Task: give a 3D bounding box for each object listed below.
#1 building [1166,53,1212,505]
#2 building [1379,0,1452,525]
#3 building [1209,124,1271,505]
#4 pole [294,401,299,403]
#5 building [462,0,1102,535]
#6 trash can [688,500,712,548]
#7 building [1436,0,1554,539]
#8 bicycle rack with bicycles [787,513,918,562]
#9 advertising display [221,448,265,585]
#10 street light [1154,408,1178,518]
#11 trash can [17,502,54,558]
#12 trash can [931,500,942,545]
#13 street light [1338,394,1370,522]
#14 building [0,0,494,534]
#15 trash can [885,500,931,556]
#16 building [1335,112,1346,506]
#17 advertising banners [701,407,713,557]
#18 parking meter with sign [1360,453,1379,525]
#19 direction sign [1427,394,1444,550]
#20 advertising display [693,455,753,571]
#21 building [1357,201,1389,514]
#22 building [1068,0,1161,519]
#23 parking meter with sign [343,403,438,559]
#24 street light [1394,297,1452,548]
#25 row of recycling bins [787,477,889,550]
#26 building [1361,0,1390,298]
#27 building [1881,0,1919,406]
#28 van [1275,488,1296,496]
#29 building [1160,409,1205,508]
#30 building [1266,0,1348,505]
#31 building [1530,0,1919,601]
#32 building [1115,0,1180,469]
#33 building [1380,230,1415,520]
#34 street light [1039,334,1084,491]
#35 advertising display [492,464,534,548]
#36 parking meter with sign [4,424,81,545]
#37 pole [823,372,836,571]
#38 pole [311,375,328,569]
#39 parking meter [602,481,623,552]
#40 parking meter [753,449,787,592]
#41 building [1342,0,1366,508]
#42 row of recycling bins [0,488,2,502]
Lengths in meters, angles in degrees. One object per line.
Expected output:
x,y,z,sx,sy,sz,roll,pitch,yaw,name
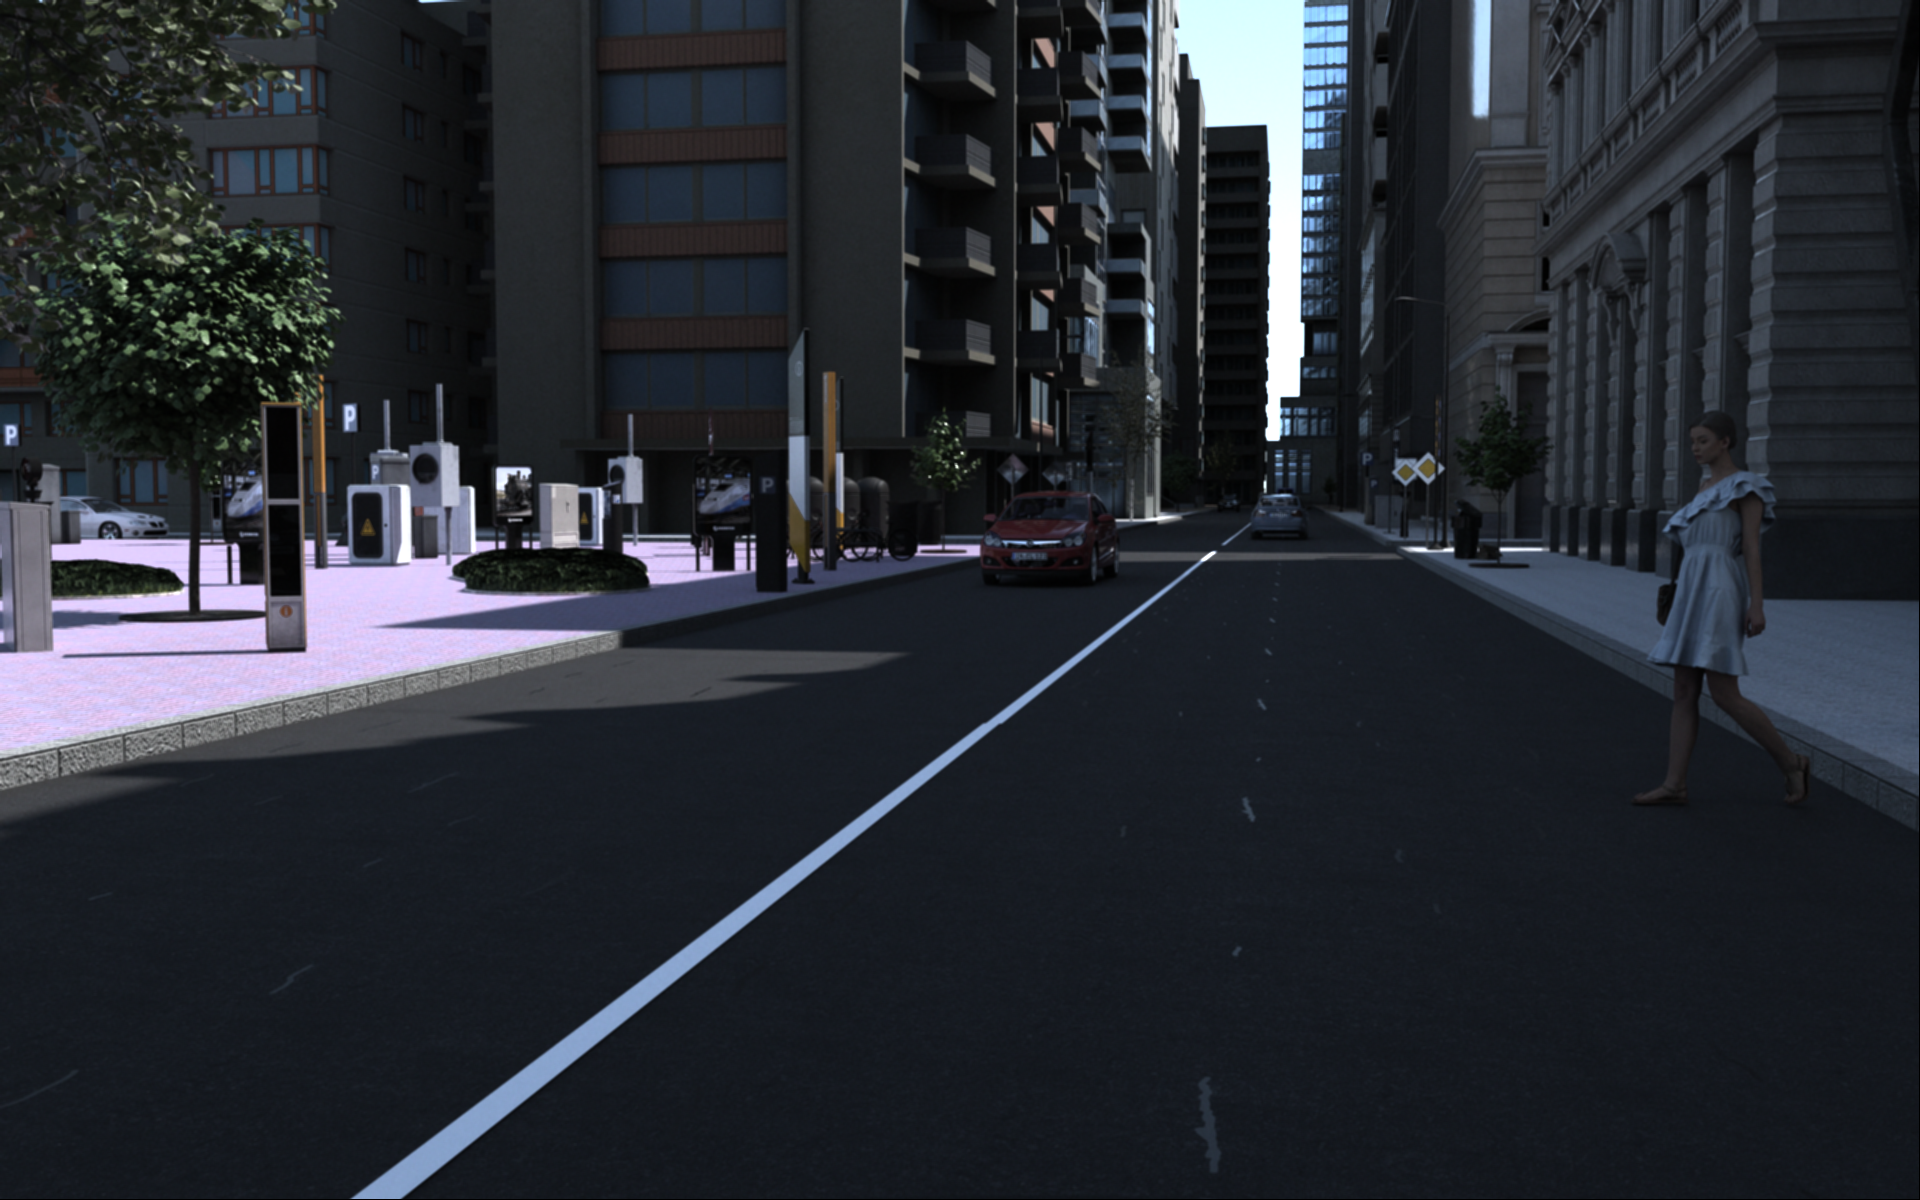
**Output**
15.746,-34.639,190.048,21.600,48.544,21.300,1,4,11,building
25.577,-17.058,72.399,14.314,27.812,24.014,1,4,11,building
28.054,-36.398,218.812,21.600,48.544,21.300,1,4,11,building
-12.651,-2.397,33.027,0.158,3.312,0.155,0,3,0,pole
-6.347,-25.208,66.771,22.147,44.769,28.867,1,4,11,building
-6.158,-1.830,41.578,0.748,1.137,0.748,0,3,0,trash can
25.421,-16.323,52.783,20.117,28.700,13.634,1,4,11,building
-2.270,-1.218,33.299,2.925,0.926,2.852,0,4,1,bicycle rack with bicycles
-10.047,-1.182,24.532,0.974,1.923,0.123,2,4,24,advertising display
11.046,-7.399,93.518,1.470,5.913,1.316,1,4,11,street light
-17.218,-1.254,32.156,0.748,1.137,0.748,0,3,0,trash can
-0.774,-1.956,43.642,0.748,1.137,0.748,0,3,0,trash can
18.327,-6.577,80.068,1.470,5.913,1.316,1,4,11,street light
-32.161,-13.869,71.791,28.899,21.520,27.650,1,4,11,building
-1.189,-1.492,36.046,0.748,1.137,0.748,0,3,0,trash can
48.039,-30.821,187.509,14.154,41.232,14.086,1,4,11,building
-5.248,-2.429,35.903,0.090,3.025,2.074,-1,4,-14,advertising banners
17.104,-4.632,71.999,0.543,3.016,1.738,0,4,-1,parking meter with sign
10.932,-2.919,39.723,0.379,3.537,0.876,1,4,22,direction sign
-3.950,-1.447,28.874,0.974,1.923,0.123,-1,4,-17,advertising display
31.102,-16.115,112.630,9.793,20.994,18.267,1,4,11,building
1.314,-48.313,102.584,22.319,86.520,31.000,1,4,11,building
-11.171,-2.314,34.092,0.543,3.016,1.738,3,5,42,parking meter with sign
10.955,-4.186,40.978,1.470,5.913,1.316,1,4,11,street light
-3.179,-2.077,41.078,3.534,1.692,1.069,-3,4,-38,row of recycling bins
46.137,-33.504,137.023,28.713,52.752,27.495,1,4,11,building
15.385,-8.730,10.184,16.820,18.784,16.811,1,4,11,building
35.221,-11.199,187.489,2.240,2.365,5.245,1,4,10,van
7.073,-29.018,166.318,32.217,40.220,23.993,1,4,11,building
53.988,-55.082,213.257,31.000,86.520,22.319,1,4,11,building
16.163,-12.213,28.562,11.050,23.489,19.941,1,4,11,building
3.536,-33.706,140.335,28.713,52.752,27.495,1,4,11,building
28.657,-14.034,94.076,10.561,19.102,19.286,1,4,11,building
2.896,-4.769,50.514,1.470,5.913,1.316,1,4,11,street light
-9.796,-2.004,37.986,0.123,1.923,0.974,3,5,44,advertising display
-23.244,-2.917,43.958,0.543,3.016,1.738,2,4,25,parking meter with sign
-2.187,-2.153,29.037,0.158,3.312,0.155,0,3,0,pole
-10.988,-2.193,29.702,0.158,3.312,0.155,0,3,0,pole
-6.574,-1.490,32.770,0.372,1.533,0.369,0,3,0,parking meter
-2.488,-1.040,22.709,0.399,1.863,0.255,1,4,15,parking meter
47.391,-38.098,164.905,21.231,58.520,28.212,1,4,11,building
-26.356,-2.267,44.181,3.534,1.692,1.069,-1,4,-12,row of recycling bins
